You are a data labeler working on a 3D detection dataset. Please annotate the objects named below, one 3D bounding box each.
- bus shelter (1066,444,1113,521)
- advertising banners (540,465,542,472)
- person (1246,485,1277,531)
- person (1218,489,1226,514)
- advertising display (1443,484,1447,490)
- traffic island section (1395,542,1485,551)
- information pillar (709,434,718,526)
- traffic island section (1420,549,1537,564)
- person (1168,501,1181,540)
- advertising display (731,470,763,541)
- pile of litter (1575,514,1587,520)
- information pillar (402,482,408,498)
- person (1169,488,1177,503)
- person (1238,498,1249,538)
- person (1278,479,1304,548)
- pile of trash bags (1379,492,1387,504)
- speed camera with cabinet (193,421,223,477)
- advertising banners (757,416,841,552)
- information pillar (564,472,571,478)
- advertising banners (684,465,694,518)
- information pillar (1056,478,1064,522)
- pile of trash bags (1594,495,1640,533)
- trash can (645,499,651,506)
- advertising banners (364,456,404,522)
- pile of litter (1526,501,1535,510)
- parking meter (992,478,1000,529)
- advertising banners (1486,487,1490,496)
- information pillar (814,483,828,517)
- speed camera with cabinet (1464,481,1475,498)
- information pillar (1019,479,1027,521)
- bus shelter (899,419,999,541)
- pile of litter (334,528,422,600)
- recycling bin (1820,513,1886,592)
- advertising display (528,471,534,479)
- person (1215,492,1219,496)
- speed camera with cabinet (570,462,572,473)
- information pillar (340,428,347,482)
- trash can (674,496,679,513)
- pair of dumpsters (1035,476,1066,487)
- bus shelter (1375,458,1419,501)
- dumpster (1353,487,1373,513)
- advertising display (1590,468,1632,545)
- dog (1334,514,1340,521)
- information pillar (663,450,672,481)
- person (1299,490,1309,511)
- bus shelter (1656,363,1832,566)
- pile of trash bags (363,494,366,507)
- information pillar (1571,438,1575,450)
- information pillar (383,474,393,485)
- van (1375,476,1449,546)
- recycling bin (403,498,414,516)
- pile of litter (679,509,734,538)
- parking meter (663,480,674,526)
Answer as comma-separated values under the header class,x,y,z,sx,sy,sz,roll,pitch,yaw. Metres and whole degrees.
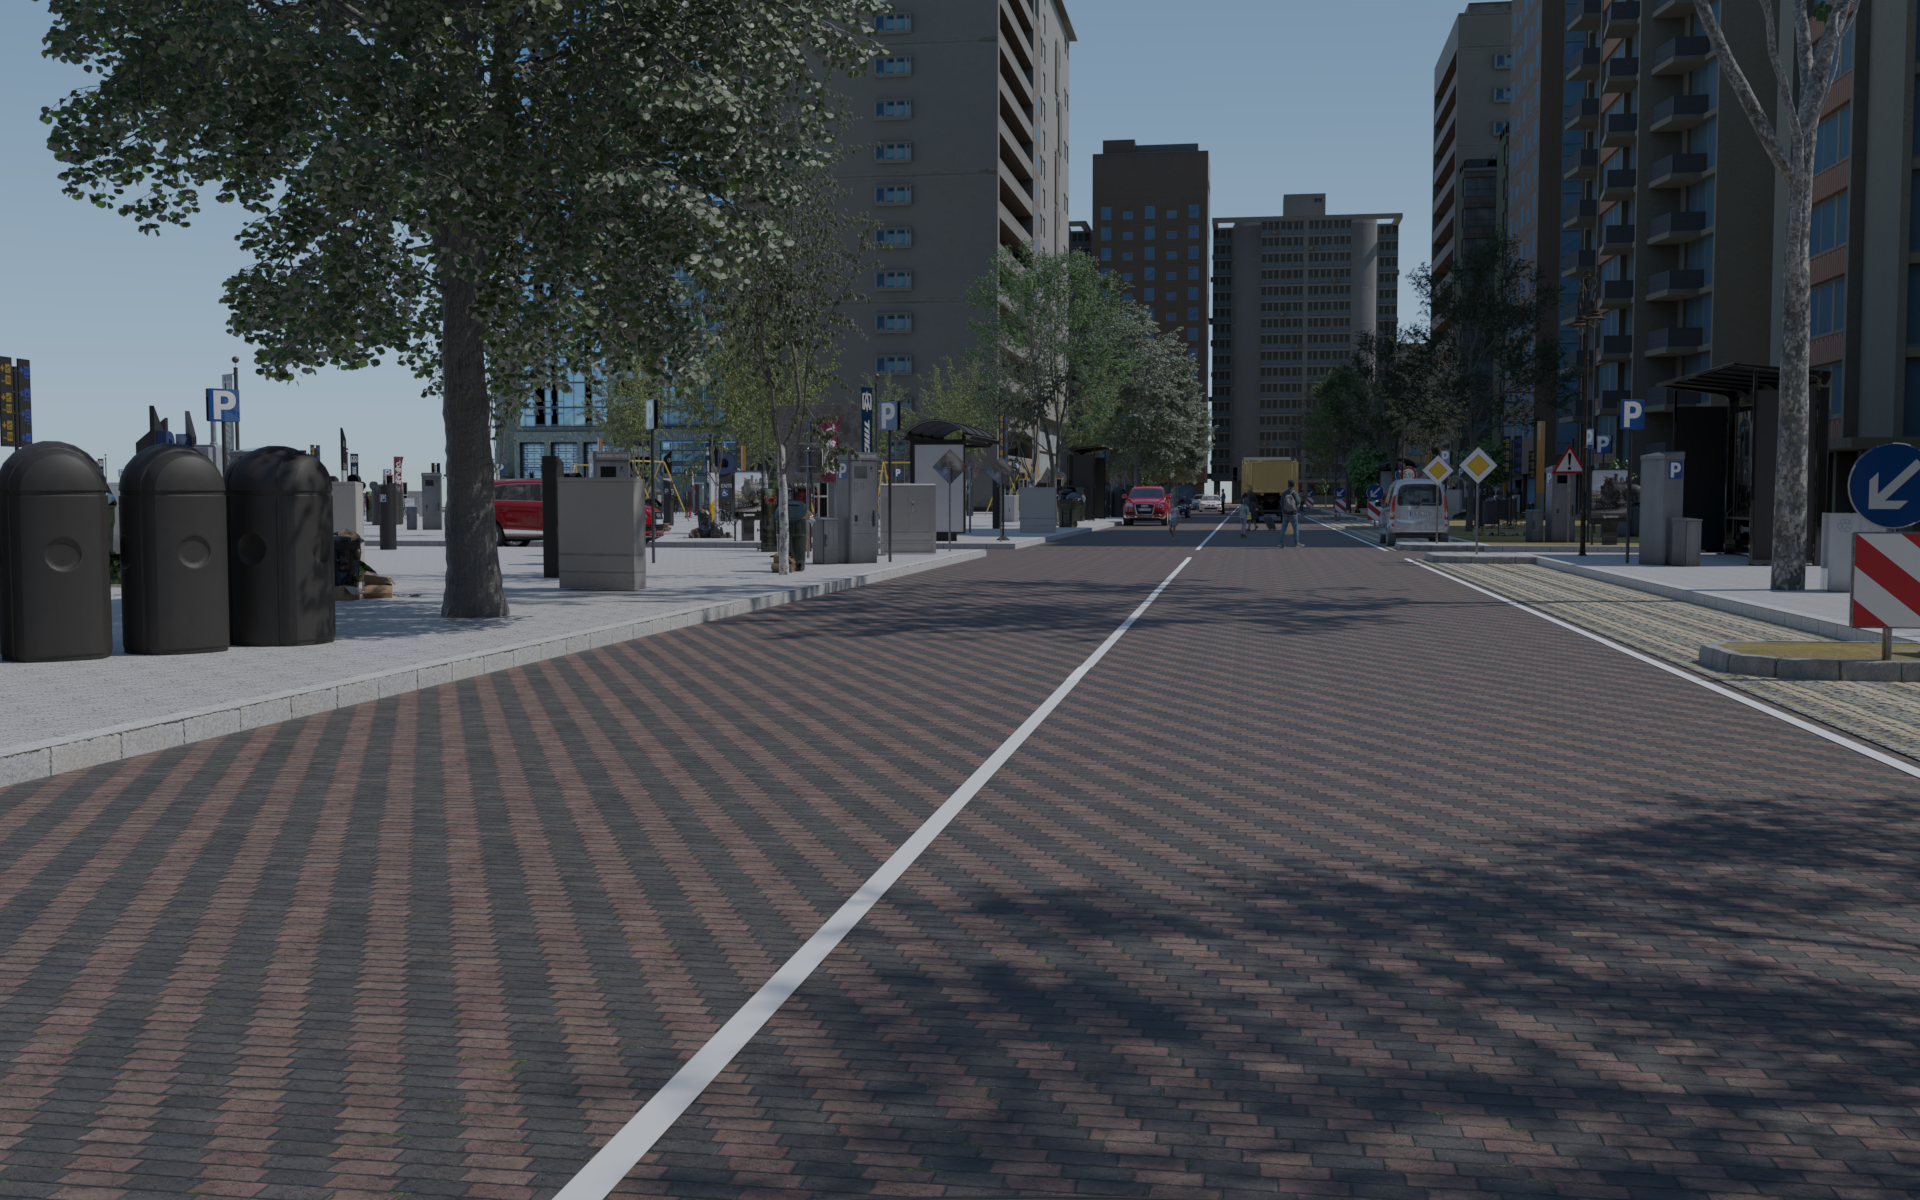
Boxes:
class,x,y,z,sx,sy,sz,roll,pitch,yaw
bus shelter,6.405,-5.740,85.136,1.731,3.624,6.357,1,4,10
advertising banners,-23.955,-6.540,103.113,2.074,3.025,0.090,0,4,4
person,11.778,-3.638,68.196,1.509,1.804,0.699,-1,4,-19
person,18.727,-7.035,123.513,0.705,1.826,1.348,2,4,26
advertising display,30.603,-6.445,110.588,0.974,1.923,0.123,3,5,41
traffic island section,12.304,-1.367,44.636,2.009,0.180,2.903,1,4,9
information pillar,-9.602,-4.655,67.459,0.183,3.616,0.504,2,4,27
traffic island section,10.983,-0.886,36.761,2.009,0.180,2.903,1,4,9
person,6.697,-2.459,53.719,0.382,1.210,0.505,-3,4,-39
advertising display,-5.798,-2.574,47.294,0.974,1.923,0.123,-3,5,-42
pile of litter,31.279,-4.412,86.101,1.719,0.858,1.176,-1,4,-15
information pillar,-34.034,-6.216,106.118,0.304,2.012,0.304,-2,4,-34
person,12.402,-5.672,101.417,0.728,1.800,0.709,-2,4,-33
person,9.355,-2.705,57.006,0.425,1.301,0.394,2,4,31
person,8.663,-2.268,45.568,0.713,1.824,0.794,-2,4,-25
pile of trash bags,23.240,-5.130,93.620,1.912,1.369,3.447,1,4,22
speed camera with cabinet,-14.061,-2.373,33.132,0.660,3.252,2.038,0,4,7
advertising banners,-3.553,-2.587,38.478,2.074,3.025,0.090,-2,4,-31
information pillar,-13.347,-3.322,58.810,0.304,2.012,0.304,-1,4,-11
advertising banners,-14.482,-5.908,92.776,0.090,3.025,2.074,0,4,5
information pillar,4.591,-4.610,79.873,0.304,2.012,0.304,1,4,15
pile of trash bags,21.846,-2.810,55.698,1.912,1.369,3.447,-3,5,-42
trash can,-8.979,-2.240,48.278,0.748,1.137,0.748,0,3,0
advertising banners,-26.540,-5.117,79.848,0.090,3.025,2.074,3,5,40
pile of litter,33.936,-5.407,102.370,1.176,0.858,1.719,0,4,0
parking meter,1.376,-3.573,64.131,0.255,1.863,0.399,1,4,23
advertising banners,31.861,-6.655,104.999,0.090,3.025,2.074,0,4,0
information pillar,-3.807,-2.627,47.444,0.304,2.012,0.304,-2,4,-29
speed camera with cabinet,32.407,-7.225,112.458,2.038,3.252,0.660,1,4,12
information pillar,3.033,-4.819,83.286,0.304,2.012,0.304,3,5,41
bus shelter,-0.195,-3.403,49.561,2.014,3.302,5.546,1,4,10
pile of litter,-7.491,-0.450,21.325,1.719,0.858,1.176,-1,4,-17
recycling bin,11.817,-0.631,22.870,0.722,1.027,0.722,1,4,18
advertising display,-12.130,-2.680,49.038,0.123,1.923,0.974,-1,4,-16
person,28.963,-11.361,195.176,0.541,1.710,0.530,1,4,11
speed camera with cabinet,-24.287,-6.835,106.082,0.660,3.252,2.038,-3,4,-38
information pillar,-21.786,-4.275,61.250,0.183,3.616,0.504,0,4,-6
trash can,-19.875,-6.650,120.379,0.748,1.137,0.748,0,3,0
pair of dumpsters,4.704,-5.358,90.099,1.574,2.255,4.437,1,4,10
bus shelter,24.939,-6.423,98.946,2.014,3.302,5.546,1,4,10
dumpster,26.969,-6.904,115.378,1.502,2.255,1.985,1,4,10
advertising display,16.407,-2.353,43.690,0.974,1.923,0.123,2,4,25
dog,19.836,-4.324,90.889,0.748,0.427,0.550,-2,4,-30
information pillar,-15.401,-6.114,91.321,0.504,3.616,0.183,-3,4,-36
person,28.338,-8.170,142.610,0.750,1.759,0.617,-1,4,-14
bus shelter,15.178,-2.606,33.894,1.731,3.624,6.357,1,4,10
pile of trash bags,-35.773,-5.586,101.089,1.912,1.369,3.447,3,4,38
information pillar,25.437,-4.934,72.022,0.183,3.616,0.504,1,4,10
information pillar,-21.377,-3.687,64.781,0.304,2.012,0.304,-3,4,-39
van,12.719,-2.546,48.640,2.013,2.044,4.112,1,4,9
recycling bin,-33.181,-5.576,103.723,0.722,1.027,0.722,2,4,34
pile of litter,-7.420,-2.237,50.544,1.719,0.858,1.176,1,4,22
parking meter,-11.782,-3.936,70.063,0.399,1.863,0.255,2,4,25
